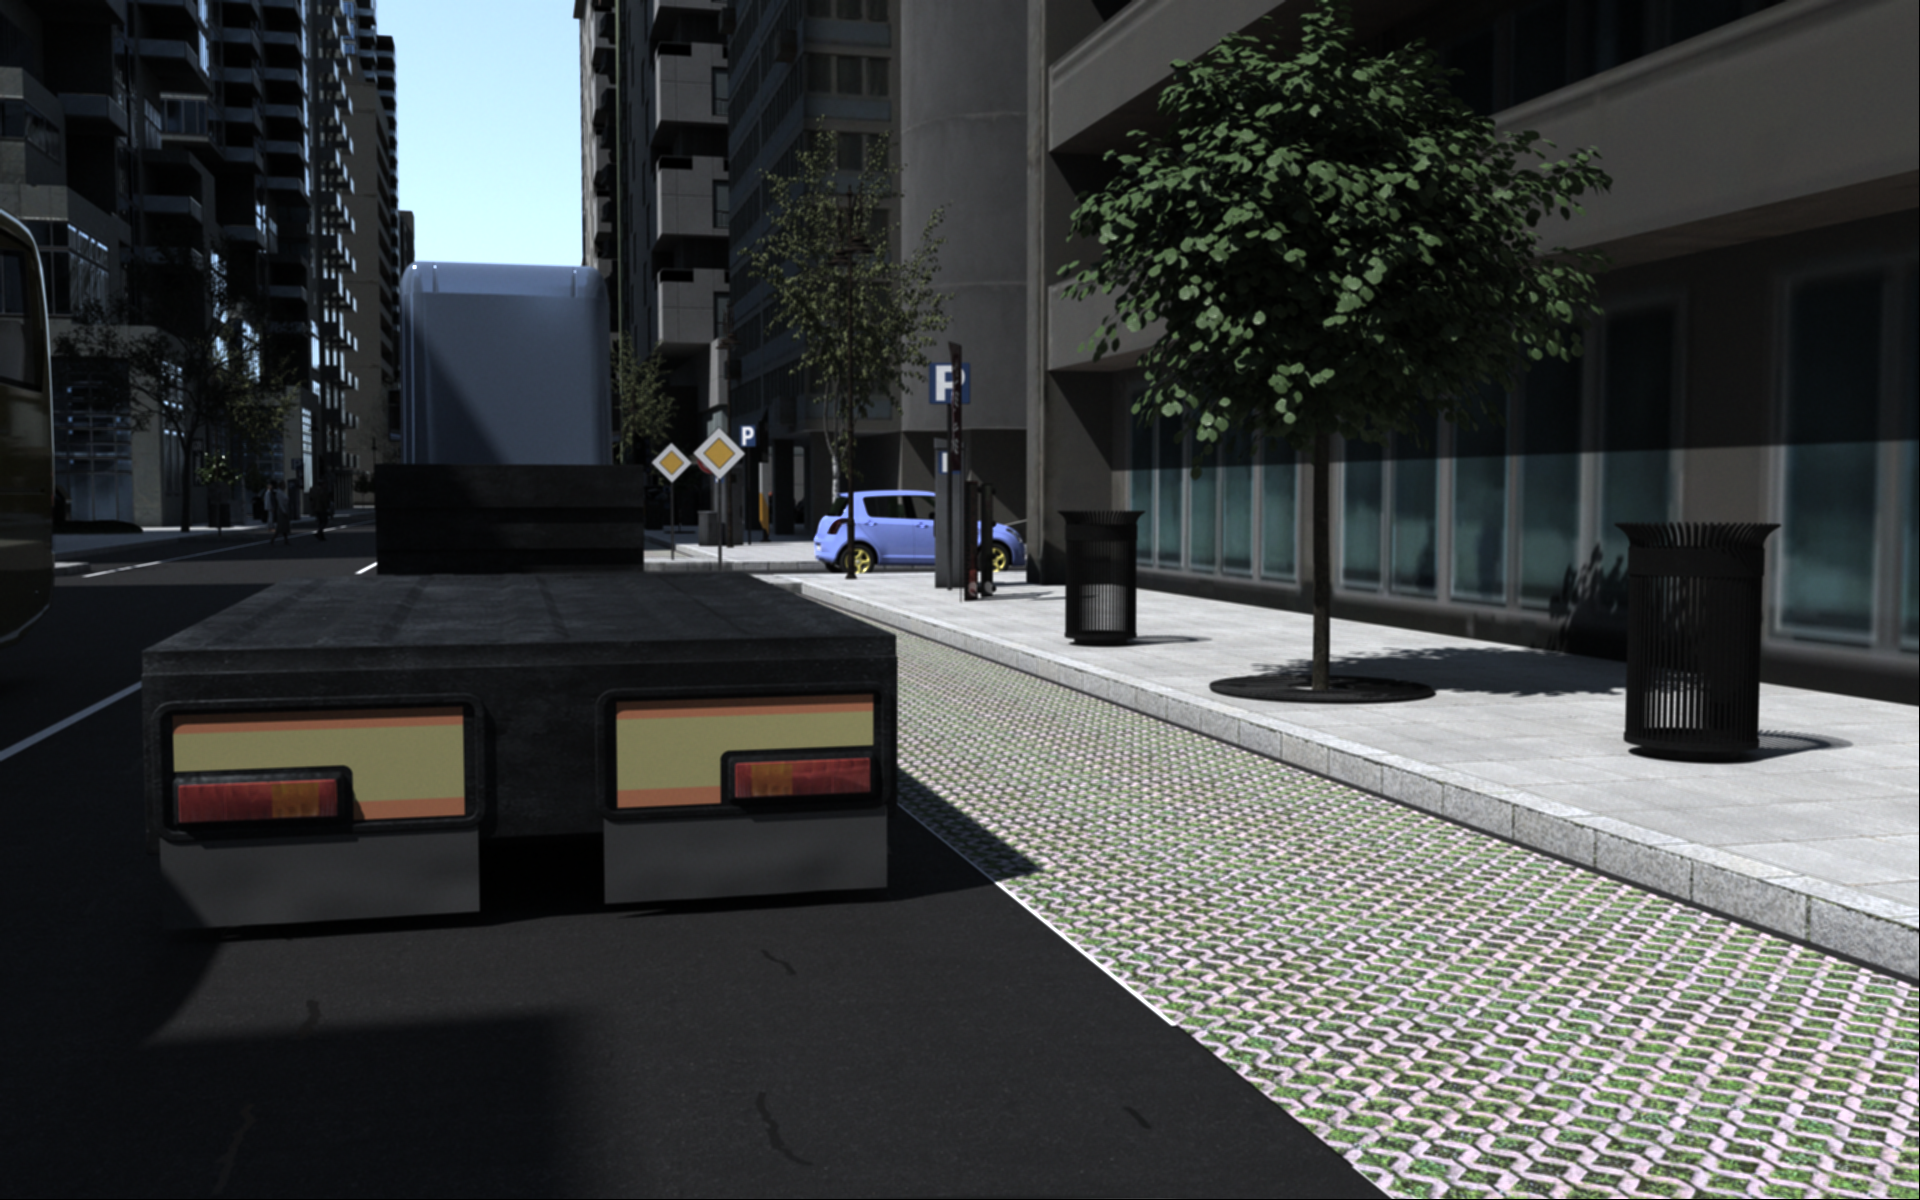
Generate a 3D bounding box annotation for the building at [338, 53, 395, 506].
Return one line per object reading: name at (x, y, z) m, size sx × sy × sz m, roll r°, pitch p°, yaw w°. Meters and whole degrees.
building at (-75.164, -34.820, 193.015) m, size 21.300 × 48.544 × 21.600 m, roll -1°, pitch 4°, yaw -14°

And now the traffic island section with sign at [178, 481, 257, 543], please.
traffic island section with sign at (-22.328, -2.664, 52.185) m, size 1.989 × 1.847 × 2.006 m, roll -1°, pitch 4°, yaw -14°

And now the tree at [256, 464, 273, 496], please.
tree at (-40.024, -6.335, 98.178) m, size 1.663 × 3.219 × 1.824 m, roll 0°, pitch 3°, yaw 0°

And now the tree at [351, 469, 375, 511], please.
tree at (-45.228, -8.375, 131.525) m, size 1.663 × 3.219 × 1.824 m, roll 0°, pitch 3°, yaw 0°

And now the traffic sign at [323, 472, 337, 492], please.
traffic sign at (-36.919, -6.202, 101.500) m, size 0.768 × 2.556 × 0.104 m, roll -1°, pitch 4°, yaw -13°

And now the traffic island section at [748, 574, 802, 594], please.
traffic island section at (-3.582, -0.229, 26.025) m, size 2.009 × 0.180 × 2.903 m, roll -1°, pitch 4°, yaw -14°

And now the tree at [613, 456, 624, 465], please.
tree at (-17.175, -5.636, 86.748) m, size 1.663 × 3.219 × 1.824 m, roll 0°, pitch 3°, yaw 0°

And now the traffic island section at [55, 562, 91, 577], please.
traffic island section at (-16.804, -0.526, 30.874) m, size 2.009 × 0.180 × 2.903 m, roll -1°, pitch 4°, yaw -14°

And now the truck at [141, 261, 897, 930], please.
truck at (-3.797, -1.524, 14.670) m, size 2.967 × 4.110 × 18.799 m, roll -1°, pitch 4°, yaw -15°

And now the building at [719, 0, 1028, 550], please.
building at (5.402, -22.190, 54.686) m, size 23.993 × 40.220 × 32.217 m, roll -1°, pitch 4°, yaw -14°

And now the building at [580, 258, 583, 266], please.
building at (-42.278, -34.339, 253.321) m, size 32.217 × 40.220 × 23.993 m, roll -1°, pitch 4°, yaw -14°

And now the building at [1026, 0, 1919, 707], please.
building at (13.898, -24.003, 16.155) m, size 21.300 × 48.544 × 21.600 m, roll -1°, pitch 4°, yaw -14°

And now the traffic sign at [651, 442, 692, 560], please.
traffic sign at (-5.600, -1.837, 33.674) m, size 0.795 × 2.450 × 0.064 m, roll -1°, pitch 4°, yaw -14°

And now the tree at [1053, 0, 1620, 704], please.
tree at (2.306, -1.683, 11.226) m, size 4.285 × 4.588 × 4.351 m, roll 0°, pitch 3°, yaw 0°

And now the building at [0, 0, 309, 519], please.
building at (-53.914, -48.949, 112.993) m, size 22.319 × 86.520 × 31.000 m, roll -1°, pitch 4°, yaw -14°

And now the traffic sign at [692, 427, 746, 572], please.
traffic sign at (-3.602, -1.364, 25.942) m, size 0.795 × 2.450 × 0.064 m, roll -1°, pitch 4°, yaw -14°

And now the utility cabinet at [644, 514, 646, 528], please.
utility cabinet at (-11.728, -3.300, 65.115) m, size 1.020 × 1.237 × 0.306 m, roll -2°, pitch 4°, yaw -30°

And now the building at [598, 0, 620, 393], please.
building at (-17.550, -29.717, 140.502) m, size 22.147 × 44.769 × 28.867 m, roll -1°, pitch 4°, yaw -14°

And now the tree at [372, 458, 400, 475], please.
tree at (-51.905, -10.643, 157.719) m, size 4.285 × 4.588 × 4.351 m, roll 0°, pitch 3°, yaw 0°

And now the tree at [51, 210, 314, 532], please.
tree at (-25.977, -7.537, 57.635) m, size 8.767 × 10.594 × 7.601 m, roll -1°, pitch 4°, yaw -21°

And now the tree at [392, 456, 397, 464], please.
tree at (-61.060, -14.805, 192.423) m, size 4.737 × 8.622 × 4.395 m, roll 0°, pitch 3°, yaw 0°

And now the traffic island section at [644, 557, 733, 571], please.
traffic island section at (-5.579, -0.702, 33.757) m, size 2.009 × 0.180 × 2.903 m, roll -1°, pitch 4°, yaw -14°

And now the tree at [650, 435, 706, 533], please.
tree at (-9.088, -3.802, 56.761) m, size 1.663 × 3.219 × 1.824 m, roll 0°, pitch 3°, yaw 0°

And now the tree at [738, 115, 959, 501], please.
tree at (-2.269, -5.160, 34.736) m, size 4.737 × 8.622 × 4.395 m, roll 0°, pitch 3°, yaw 0°

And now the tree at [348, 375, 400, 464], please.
tree at (-57.541, -16.357, 177.802) m, size 12.009 × 13.543 × 11.850 m, roll 0°, pitch 3°, yaw 0°

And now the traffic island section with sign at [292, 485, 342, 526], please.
traffic island section with sign at (-29.055, -4.261, 78.290) m, size 1.989 × 1.847 × 2.006 m, roll -1°, pitch 4°, yaw -14°

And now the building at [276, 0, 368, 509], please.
building at (-62.792, -32.079, 144.101) m, size 23.786 × 49.044 × 30.456 m, roll -1°, pitch 4°, yaw -14°

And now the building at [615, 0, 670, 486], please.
building at (-16.432, -26.616, 118.761) m, size 14.154 × 41.232 × 14.086 m, roll -1°, pitch 4°, yaw -14°

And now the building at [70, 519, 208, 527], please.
building at (-45.446, -46.707, 76.334) m, size 22.319 × 86.520 × 31.000 m, roll -1°, pitch 4°, yaw -14°

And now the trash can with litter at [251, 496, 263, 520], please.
trash can with litter at (-35.366, -4.626, 87.016) m, size 0.624 × 1.170 × 1.055 m, roll -2°, pitch 4°, yaw -29°

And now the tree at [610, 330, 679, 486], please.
tree at (-14.371, -7.763, 77.295) m, size 4.737 × 8.622 × 4.395 m, roll 0°, pitch 3°, yaw 0°

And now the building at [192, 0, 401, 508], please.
building at (-80.903, -55.341, 217.488) m, size 22.319 × 86.520 × 31.000 m, roll -1°, pitch 4°, yaw -14°

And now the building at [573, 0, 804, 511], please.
building at (-22.100, -35.410, 168.195) m, size 28.713 × 52.752 × 27.495 m, roll -1°, pitch 4°, yaw -14°

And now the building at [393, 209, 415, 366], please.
building at (-83.424, -34.122, 241.485) m, size 14.154 × 41.232 × 14.086 m, roll -1°, pitch 4°, yaw -14°

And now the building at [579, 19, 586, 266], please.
building at (-41.254, -48.333, 228.500) m, size 20.563 × 71.187 × 20.611 m, roll -1°, pitch 4°, yaw -14°

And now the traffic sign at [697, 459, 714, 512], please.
traffic sign at (-6.302, -2.689, 44.075) m, size 0.768 × 2.556 × 0.104 m, roll 0°, pitch 4°, yaw -5°

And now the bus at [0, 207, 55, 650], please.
bus at (-6.648, -0.972, 7.447) m, size 2.896 × 3.916 × 12.252 m, roll -1°, pitch 4°, yaw -16°
